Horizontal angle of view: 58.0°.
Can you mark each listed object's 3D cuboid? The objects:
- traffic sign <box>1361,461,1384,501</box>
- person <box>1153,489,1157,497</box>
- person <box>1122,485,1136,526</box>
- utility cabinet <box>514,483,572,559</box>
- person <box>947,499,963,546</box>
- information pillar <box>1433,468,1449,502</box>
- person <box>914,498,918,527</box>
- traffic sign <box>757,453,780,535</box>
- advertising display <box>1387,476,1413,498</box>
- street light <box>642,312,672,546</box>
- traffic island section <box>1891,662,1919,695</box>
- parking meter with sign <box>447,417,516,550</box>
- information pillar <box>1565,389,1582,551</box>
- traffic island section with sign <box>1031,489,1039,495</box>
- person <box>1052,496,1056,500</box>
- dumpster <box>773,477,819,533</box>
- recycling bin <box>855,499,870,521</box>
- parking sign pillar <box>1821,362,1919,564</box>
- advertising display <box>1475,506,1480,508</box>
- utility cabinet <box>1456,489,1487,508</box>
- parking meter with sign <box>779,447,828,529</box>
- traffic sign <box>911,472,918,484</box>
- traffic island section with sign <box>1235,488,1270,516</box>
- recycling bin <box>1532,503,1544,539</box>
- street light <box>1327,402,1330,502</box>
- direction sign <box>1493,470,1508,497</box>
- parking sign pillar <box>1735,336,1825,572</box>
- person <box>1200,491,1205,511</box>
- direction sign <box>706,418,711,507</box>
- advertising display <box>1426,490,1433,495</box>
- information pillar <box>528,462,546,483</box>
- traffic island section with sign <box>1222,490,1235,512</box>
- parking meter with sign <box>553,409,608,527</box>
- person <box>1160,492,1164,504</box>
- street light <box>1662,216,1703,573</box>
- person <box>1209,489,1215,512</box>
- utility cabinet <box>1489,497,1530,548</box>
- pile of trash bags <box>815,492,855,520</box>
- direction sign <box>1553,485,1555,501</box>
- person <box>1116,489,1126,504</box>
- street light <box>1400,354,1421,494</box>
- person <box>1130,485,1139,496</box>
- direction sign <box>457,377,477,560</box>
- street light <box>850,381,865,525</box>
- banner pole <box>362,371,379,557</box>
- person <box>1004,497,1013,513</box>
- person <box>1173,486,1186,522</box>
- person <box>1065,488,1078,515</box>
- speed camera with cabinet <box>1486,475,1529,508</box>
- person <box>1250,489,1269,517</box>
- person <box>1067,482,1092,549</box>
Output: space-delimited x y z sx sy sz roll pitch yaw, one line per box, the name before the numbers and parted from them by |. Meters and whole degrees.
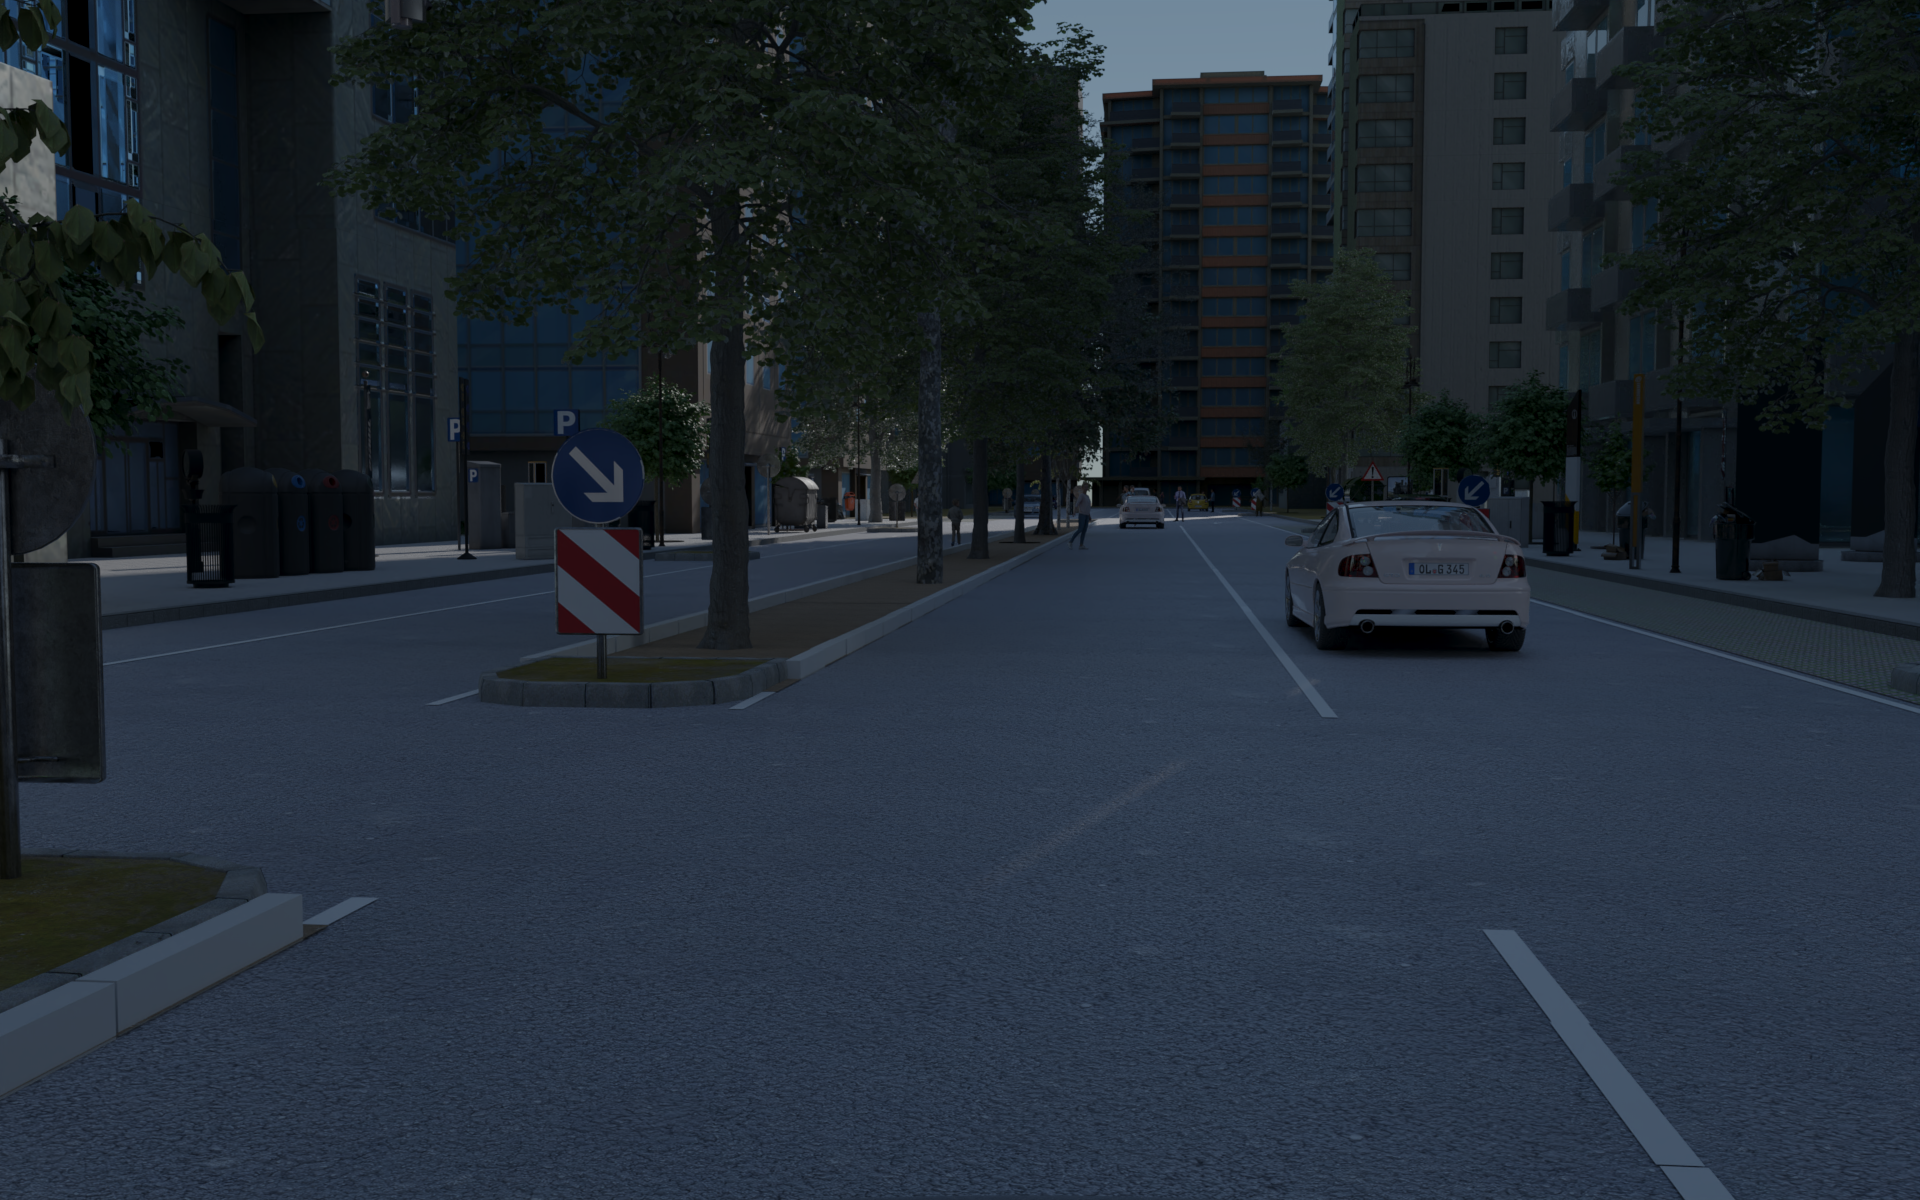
traffic sign | 16.281 -4.181 68.370 0.884 2.594 0.081 1 4 15
person | 14.890 -7.583 132.508 0.705 1.821 1.348 1 4 22
person | 7.362 -4.134 76.192 0.778 1.811 0.616 0 4 0
utility cabinet | -8.179 -1.553 34.067 0.318 1.500 1.173 3 4 37
person | -0.130 -2.115 47.345 0.475 1.303 0.640 1 4 10
information pillar | 13.607 -2.725 49.042 0.304 2.012 0.304 -3 5 -40
person | -1.748 -3.977 76.126 0.523 1.515 0.503 2 4 28
traffic sign | -5.993 -3.307 54.178 0.768 2.556 0.104 1 4 10
advertising display | 15.786 -3.485 62.196 0.974 1.923 0.123 3 5 43
street light | -7.315 -4.253 42.326 0.468 5.910 1.993 0 4 6
traffic island section | 7.735 0.644 11.756 2.009 0.180 2.903 0 4 6
parking meter with sign | -11.010 -2.686 40.176 0.543 3.016 1.738 2 4 31
information pillar | 13.780 -2.909 38.915 0.183 3.616 0.504 -1 4 -10
traffic island section with sign | 6.199 -8.124 141.461 1.989 1.847 2.006 0 4 6
person | 8.210 -9.096 157.935 1.217 1.735 0.721 3 4 38
dumpster | -5.522 -3.206 58.183 1.264 1.857 1.865 0 4 6
recycling bin | -4.572 -4.342 83.551 0.722 1.027 0.722 2 4 33
parking sign pillar | 17.637 -2.723 32.986 1.447 3.967 1.447 -1 4 -11
advertising display | 18.619 -3.501 62.452 0.123 1.923 0.974 1 4 8
utility cabinet | 20.661 -3.746 69.932 1.173 1.500 0.318 3 4 37
parking meter with sign | -5.779 -4.156 64.210 1.738 3.016 0.543 1 4 11
traffic sign | -2.043 -5.375 87.877 0.884 2.594 0.081 0 4 8
traffic island section with sign | 19.176 -6.391 113.113 1.989 1.847 2.006 0 4 6
recycling bin | 16.214 -2.258 49.478 0.722 1.027 0.722 -3 5 -43
street light | 18.202 -6.900 85.605 0.468 5.910 1.993 0 4 6
direction sign | 24.894 -5.358 79.604 0.876 3.537 0.379 -1 4 -15
parking sign pillar | 13.732 -2.481 29.043 1.447 3.967 1.447 2 4 26
person | 20.482 -8.373 146.312 0.530 1.710 0.541 1 4 17
direction sign | -7.434 -3.639 51.496 0.379 3.537 0.876 -1 4 -18
advertising display | 22.598 -4.768 83.164 0.123 1.923 0.974 0 4 -6
information pillar | -9.565 -2.126 39.250 0.304 2.012 0.304 -3 5 -40
traffic island section with sign | 22.193 -8.029 139.899 1.989 1.847 2.006 0 4 6
parking meter with sign | -7.931 -2.460 36.490 0.543 3.016 1.738 1 4 11
person | 19.037 -9.374 163.242 0.415 1.643 0.593 1 4 22
street light | 11.644 -3.378 28.017 0.468 5.910 1.993 0 4 6
person | 19.727 -7.765 135.440 0.705 1.826 1.348 1 4 17
utility cabinet | 13.208 -1.868 41.706 0.306 1.237 1.020 -2 4 -29
pile of trash bags | -6.535 -4.710 86.764 1.912 1.369 3.447 3 5 41
direction sign | 25.706 -5.072 74.927 0.876 3.537 0.379 3 4 37
person | 12.735 -7.728 134.849 1.348 1.824 0.705 3 5 43
street light | 14.848 -5.164 57.218 0.468 5.910 1.993 0 4 6
person | 8.310 -4.528 82.334 0.655 1.846 0.447 -1 4 -21
direction sign | -9.690 -2.565 33.930 0.379 3.537 0.876 0 4 -6
street light | -4.152 -6.008 71.025 0.468 5.910 1.993 0 4 6
banner pole | -11.988 -2.759 35.124 0.401 3.779 0.863 -2 4 -27
person | 3.303 -6.669 118.228 0.721 1.739 1.217 2 4 31
person | 11.351 -4.984 89.853 0.709 1.838 0.599 2 4 30
person | 7.698 -6.769 119.187 1.348 1.822 0.705 -3 5 -39
speed camera with cabinet | 26.584 -5.483 83.983 2.038 3.252 0.660 2 4 34
person | 19.098 -6.197 110.557 1.217 1.736 0.721 1 4 9
person | 3.051 -2.176 44.754 0.598 1.740 0.731 1 4 21
